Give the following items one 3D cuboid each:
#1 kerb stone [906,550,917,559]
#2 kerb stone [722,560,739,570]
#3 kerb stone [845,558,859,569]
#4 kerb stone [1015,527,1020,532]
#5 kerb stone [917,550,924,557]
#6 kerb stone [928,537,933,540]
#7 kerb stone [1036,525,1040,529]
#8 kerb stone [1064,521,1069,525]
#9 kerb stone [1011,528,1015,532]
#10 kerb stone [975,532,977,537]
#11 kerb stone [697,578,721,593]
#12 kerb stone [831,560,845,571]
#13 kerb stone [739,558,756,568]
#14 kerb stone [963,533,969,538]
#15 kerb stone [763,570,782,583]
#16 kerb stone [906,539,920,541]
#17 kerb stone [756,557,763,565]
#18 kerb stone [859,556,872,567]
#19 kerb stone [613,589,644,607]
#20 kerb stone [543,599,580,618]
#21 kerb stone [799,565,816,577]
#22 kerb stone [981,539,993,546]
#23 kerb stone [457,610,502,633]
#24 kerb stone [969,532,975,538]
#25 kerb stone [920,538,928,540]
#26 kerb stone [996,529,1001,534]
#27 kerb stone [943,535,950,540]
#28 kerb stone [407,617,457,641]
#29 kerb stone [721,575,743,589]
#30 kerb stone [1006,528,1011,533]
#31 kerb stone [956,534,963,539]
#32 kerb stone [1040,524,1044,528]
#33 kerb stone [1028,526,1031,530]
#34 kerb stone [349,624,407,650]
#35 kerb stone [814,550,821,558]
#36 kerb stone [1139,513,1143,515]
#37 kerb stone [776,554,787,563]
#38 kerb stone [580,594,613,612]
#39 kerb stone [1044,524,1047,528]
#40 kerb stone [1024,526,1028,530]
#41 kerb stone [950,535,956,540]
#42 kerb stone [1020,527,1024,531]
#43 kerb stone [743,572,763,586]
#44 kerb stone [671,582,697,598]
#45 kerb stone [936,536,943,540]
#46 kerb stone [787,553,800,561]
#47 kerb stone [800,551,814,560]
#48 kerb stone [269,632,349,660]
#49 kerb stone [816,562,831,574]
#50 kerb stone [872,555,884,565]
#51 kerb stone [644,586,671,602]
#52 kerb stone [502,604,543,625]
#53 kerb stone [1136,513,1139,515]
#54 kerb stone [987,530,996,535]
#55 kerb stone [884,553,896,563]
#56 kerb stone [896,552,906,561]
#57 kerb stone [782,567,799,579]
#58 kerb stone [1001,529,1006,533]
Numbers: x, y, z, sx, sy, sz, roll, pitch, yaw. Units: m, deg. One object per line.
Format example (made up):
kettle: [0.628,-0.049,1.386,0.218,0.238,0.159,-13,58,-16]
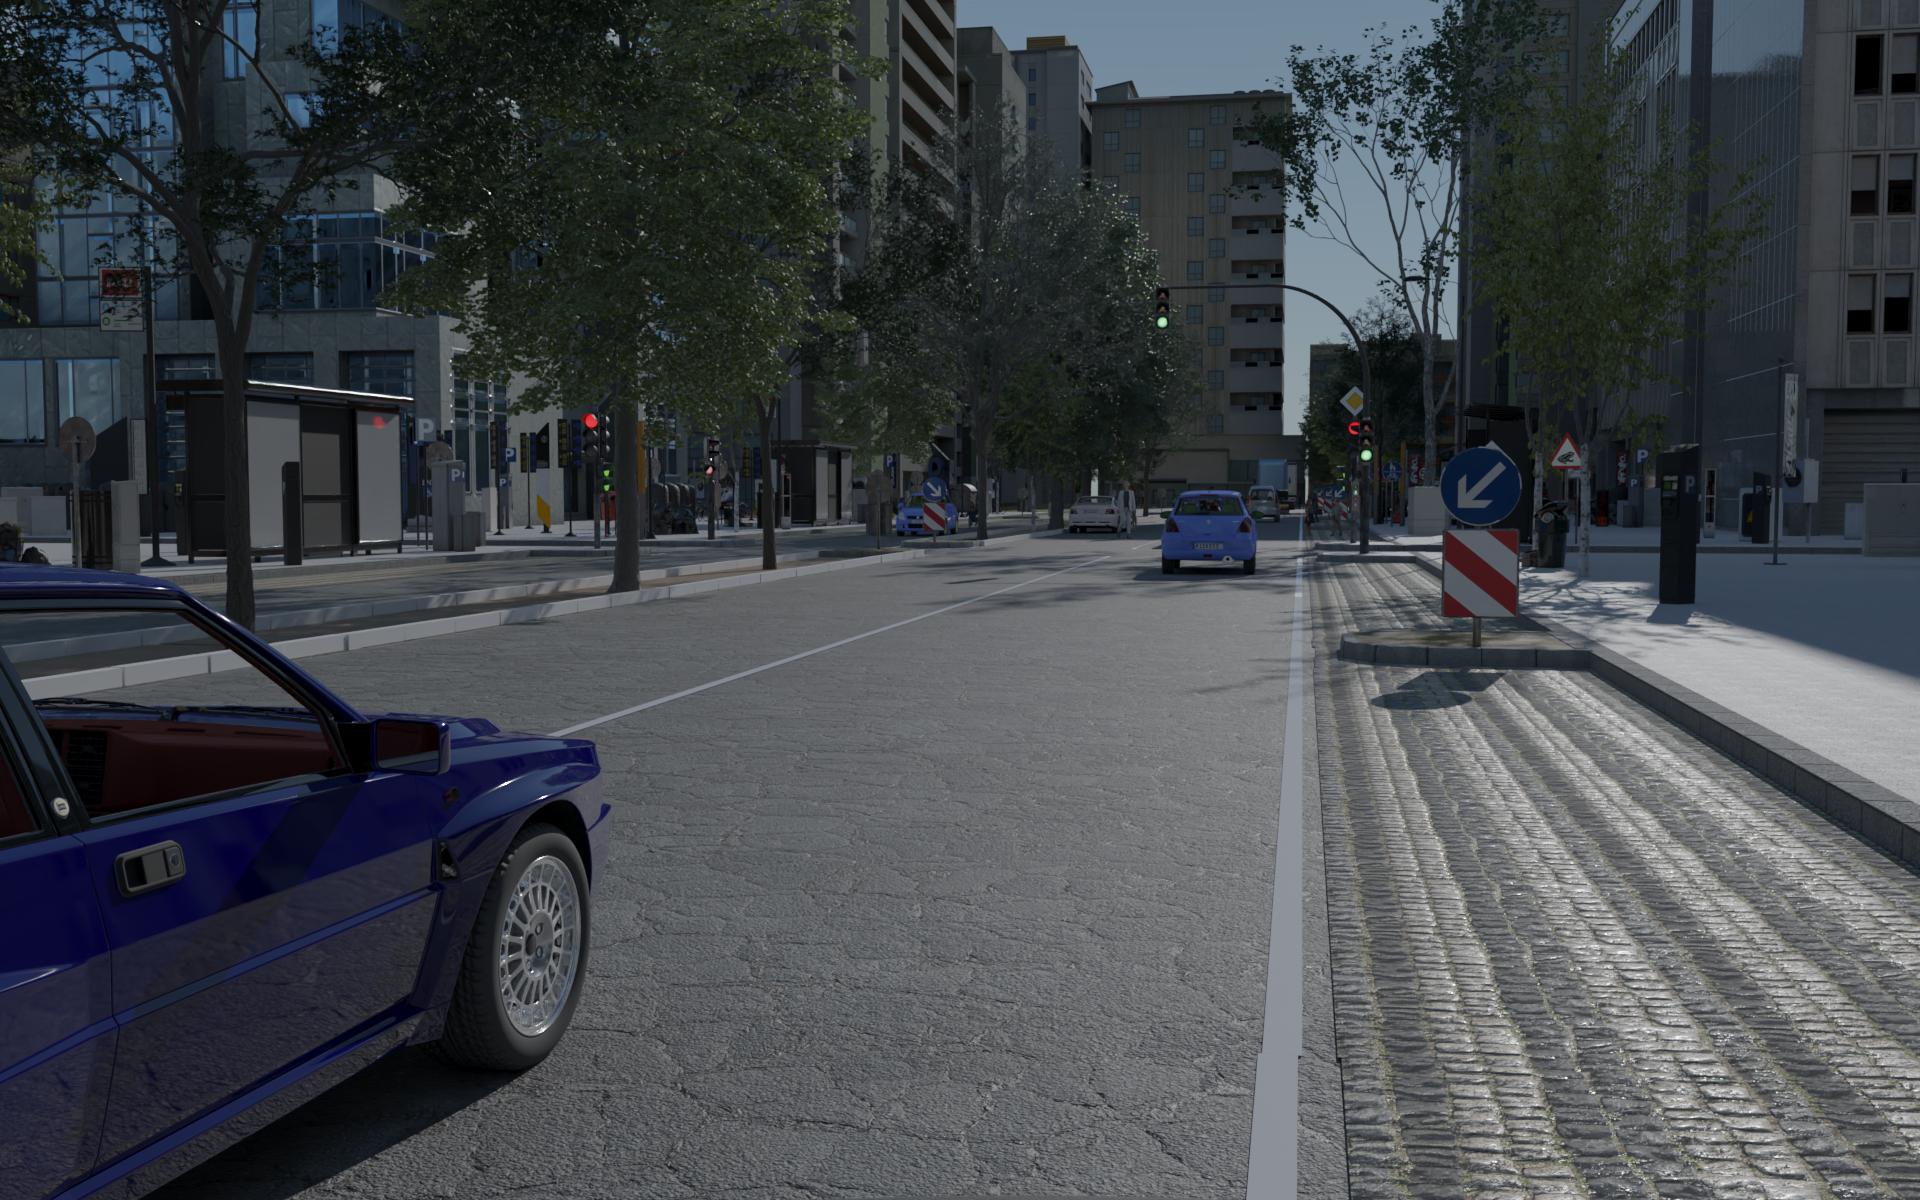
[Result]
kerb stone: [-1.186,-0.992,38.470,0.120,0.150,1.000,1,4,11]
kerb stone: [-4.448,-0.651,32.832,0.120,0.150,1.000,1,4,11]
kerb stone: [-2.179,-0.688,33.448,0.120,0.150,1.000,1,4,11]
kerb stone: [2.027,-2.655,65.599,0.120,0.150,1.000,1,4,11]
kerb stone: [-0.981,-1.057,39.476,0.120,0.150,1.000,1,4,11]
kerb stone: [-0.951,-1.727,50.520,0.120,0.150,1.000,1,4,11]
kerb stone: [3.023,-2.962,70.621,0.120,0.150,1.000,1,4,11]
kerb stone: [5.010,-3.578,80.688,0.120,0.150,1.000,1,4,11]
kerb stone: [1.832,-2.587,64.596,0.120,0.150,1.000,1,4,11]
kerb stone: [0.439,-2.163,57.563,0.120,0.150,1.000,1,4,11]
kerb stone: [-3.771,-0.196,25.411,0.120,0.150,1.000,1,4,11]
kerb stone: [-2.382,-0.626,32.436,0.120,0.150,1.000,1,4,11]
kerb stone: [-4.246,-0.706,33.834,0.120,0.150,1.000,1,4,11]
kerb stone: [0.047,-2.038,55.556,0.120,0.150,1.000,1,4,11]
kerb stone: [-3.169,-0.381,28.421,0.120,0.150,1.000,1,4,11]
kerb stone: [-1.350,-1.606,48.501,0.120,0.150,1.000,1,4,11]
kerb stone: [-4.050,-0.767,34.840,0.120,0.150,1.000,1,4,11]
kerb stone: [-1.988,-0.749,34.452,0.120,0.150,1.000,1,4,11]
kerb stone: [-4.366,-0.012,22.394,0.120,0.150,1.000,1,4,11]
kerb stone: [-4.769,0.111,20.381,0.120,0.150,1.000,1,4,11]
kerb stone: [-2.779,-0.496,30.429,0.120,0.150,1.000,1,4,11]
kerb stone: [0.709,-1.583,48.089,0.120,0.150,1.000,1,4,11]
kerb stone: [-5.165,0.238,18.367,0.120,0.150,1.000,1,4,11]
kerb stone: [0.247,-2.100,56.559,0.120,0.150,1.000,1,4,11]
kerb stone: [-1.150,-1.671,49.517,0.120,0.150,1.000,1,4,11]
kerb stone: [1.237,-2.402,61.577,0.120,0.150,1.000,1,4,11]
kerb stone: [-0.553,-1.855,52.529,0.120,0.150,1.000,1,4,11]
kerb stone: [-5.361,0.295,17.364,0.120,0.150,1.000,1,4,11]
kerb stone: [-3.572,-0.258,26.417,0.120,0.150,1.000,1,4,11]
kerb stone: [1.641,-2.532,63.591,0.120,0.150,1.000,1,4,11]
kerb stone: [-0.146,-1.979,54.549,0.120,0.150,1.000,1,4,11]
kerb stone: [3.223,-3.017,71.624,0.120,0.150,1.000,1,4,11]
kerb stone: [2.627,-2.839,68.615,0.120,0.150,1.000,1,4,11]
kerb stone: [-5.555,0.357,16.357,0.120,0.150,1.000,1,4,11]
kerb stone: [-3.252,-1.015,38.856,0.120,0.150,1.000,1,4,11]
kerb stone: [12.175,-5.788,116.880,0.120,0.150,1.000,1,4,11]
kerb stone: [-3.847,-0.829,35.844,0.120,0.150,1.000,1,4,11]
kerb stone: [-4.569,0.051,21.392,0.120,0.150,1.000,1,4,11]
kerb stone: [3.428,-3.084,72.630,0.120,0.150,1.000,1,4,11]
kerb stone: [2.433,-2.778,67.611,0.120,0.150,1.000,1,4,11]
kerb stone: [-0.347,-1.912,53.540,0.120,0.150,1.000,1,4,11]
kerb stone: [2.230,-2.713,66.608,0.120,0.150,1.000,1,4,11]
kerb stone: [-3.373,-0.320,27.420,0.120,0.150,1.000,1,4,11]
kerb stone: [-3.967,-0.135,24.404,0.120,0.150,1.000,1,4,11]
kerb stone: [-0.751,-1.794,51.524,0.120,0.150,1.000,1,4,11]
kerb stone: [-3.651,-0.896,36.847,0.120,0.150,1.000,1,4,11]
kerb stone: [-3.452,-0.957,37.854,0.120,0.150,1.000,1,4,11]
kerb stone: [-5.769,0.418,15.357,0.120,0.150,1.000,1,4,11]
kerb stone: [-2.582,-0.559,31.434,0.120,0.150,1.000,1,4,11]
kerb stone: [-1.794,-0.811,35.463,0.120,0.150,1.000,1,4,11]
kerb stone: [-4.171,-0.074,23.403,0.120,0.150,1.000,1,4,11]
kerb stone: [-4.963,0.173,19.369,0.120,0.150,1.000,1,4,11]
kerb stone: [11.371,-5.542,112.855,0.120,0.150,1.000,1,4,11]
kerb stone: [1.039,-2.347,60.574,0.120,0.150,1.000,1,4,11]
kerb stone: [-1.585,-0.873,36.463,0.120,0.150,1.000,1,4,11]
kerb stone: [-1.386,-0.933,37.466,0.120,0.150,1.000,1,4,11]
kerb stone: [-2.984,-0.441,29.428,0.120,0.150,1.000,1,4,11]
kerb stone: [1.431,-2.470,62.581,0.120,0.150,1.000,1,4,11]
